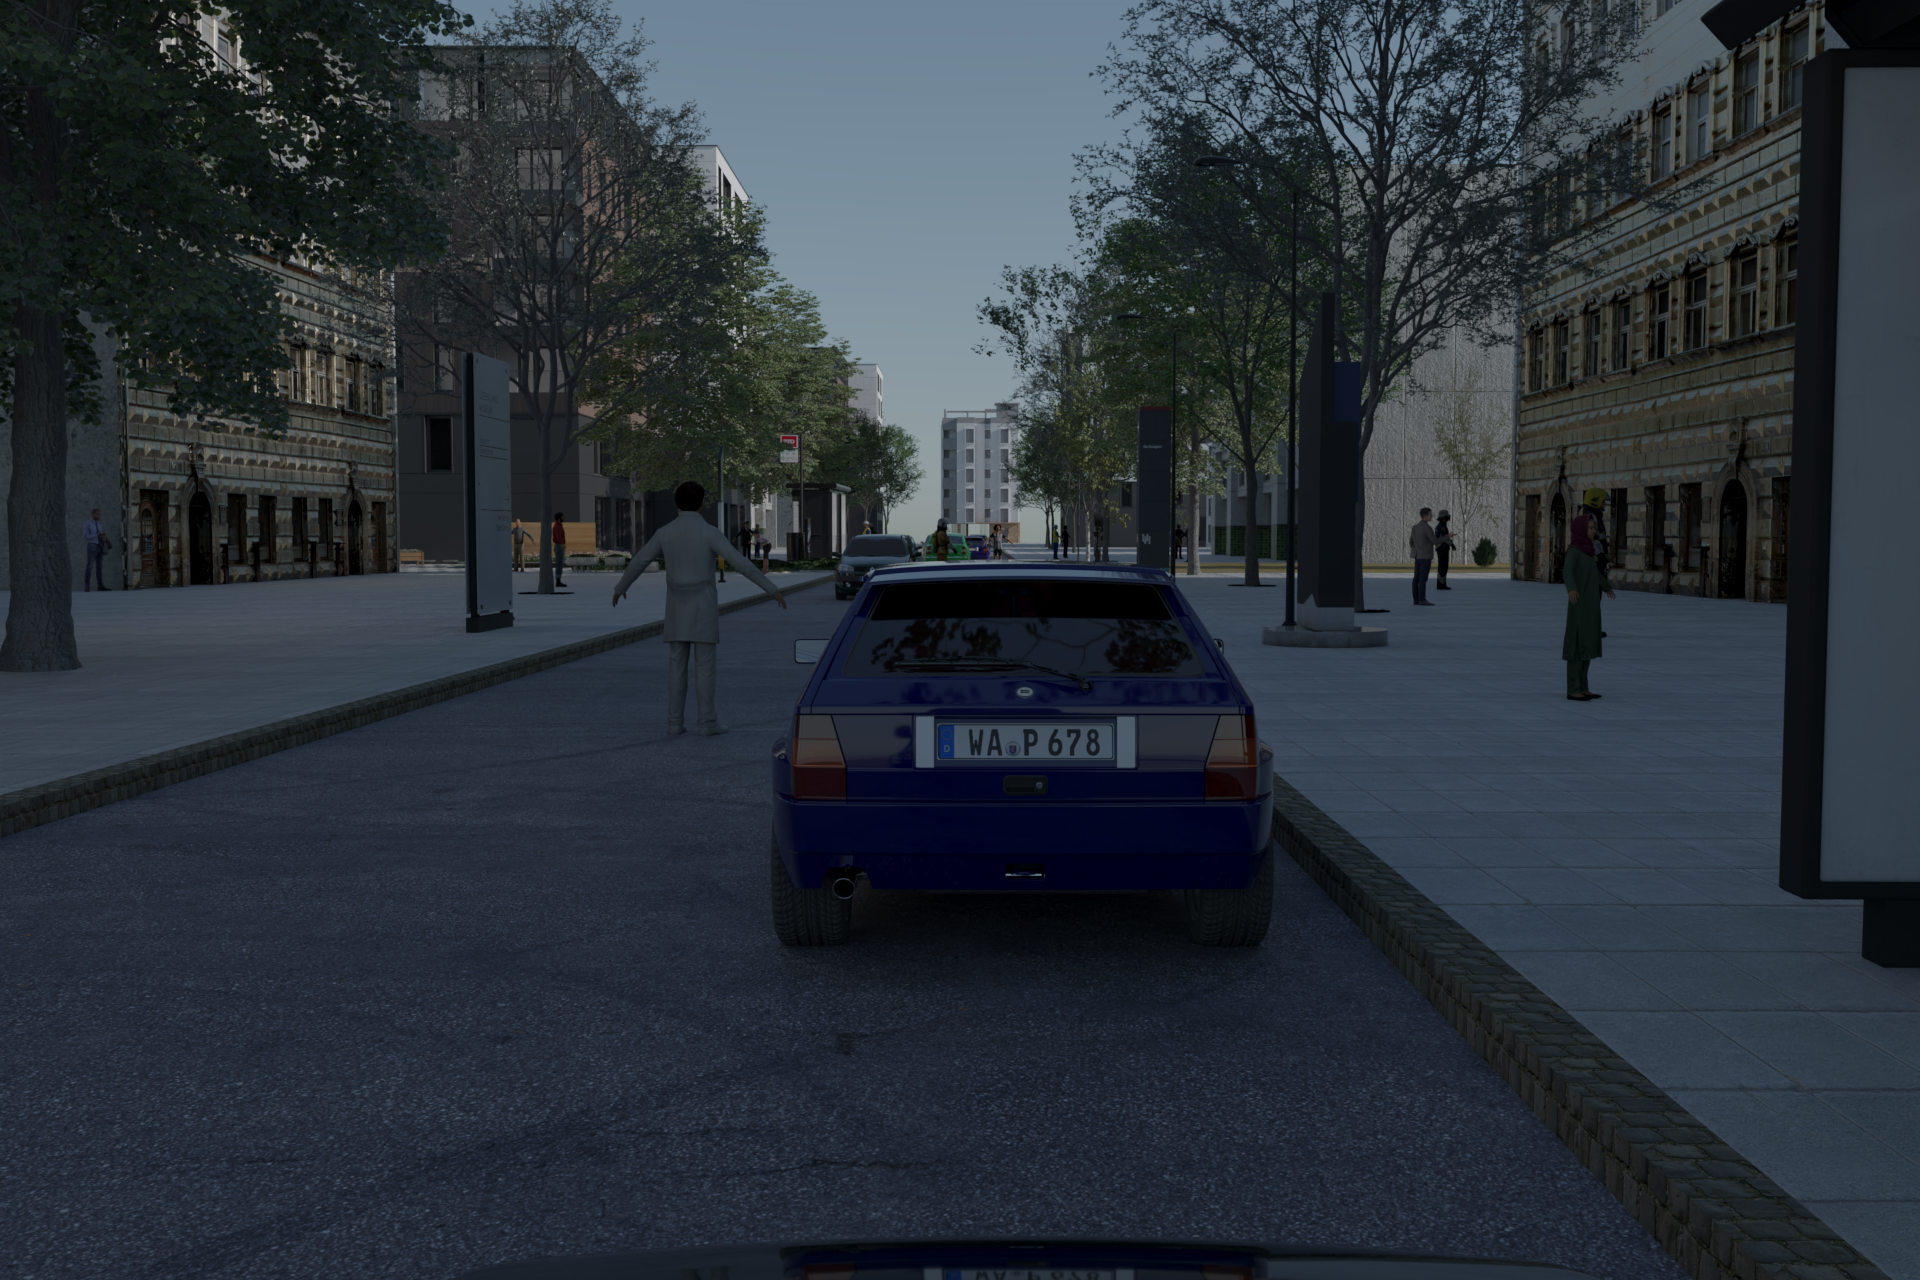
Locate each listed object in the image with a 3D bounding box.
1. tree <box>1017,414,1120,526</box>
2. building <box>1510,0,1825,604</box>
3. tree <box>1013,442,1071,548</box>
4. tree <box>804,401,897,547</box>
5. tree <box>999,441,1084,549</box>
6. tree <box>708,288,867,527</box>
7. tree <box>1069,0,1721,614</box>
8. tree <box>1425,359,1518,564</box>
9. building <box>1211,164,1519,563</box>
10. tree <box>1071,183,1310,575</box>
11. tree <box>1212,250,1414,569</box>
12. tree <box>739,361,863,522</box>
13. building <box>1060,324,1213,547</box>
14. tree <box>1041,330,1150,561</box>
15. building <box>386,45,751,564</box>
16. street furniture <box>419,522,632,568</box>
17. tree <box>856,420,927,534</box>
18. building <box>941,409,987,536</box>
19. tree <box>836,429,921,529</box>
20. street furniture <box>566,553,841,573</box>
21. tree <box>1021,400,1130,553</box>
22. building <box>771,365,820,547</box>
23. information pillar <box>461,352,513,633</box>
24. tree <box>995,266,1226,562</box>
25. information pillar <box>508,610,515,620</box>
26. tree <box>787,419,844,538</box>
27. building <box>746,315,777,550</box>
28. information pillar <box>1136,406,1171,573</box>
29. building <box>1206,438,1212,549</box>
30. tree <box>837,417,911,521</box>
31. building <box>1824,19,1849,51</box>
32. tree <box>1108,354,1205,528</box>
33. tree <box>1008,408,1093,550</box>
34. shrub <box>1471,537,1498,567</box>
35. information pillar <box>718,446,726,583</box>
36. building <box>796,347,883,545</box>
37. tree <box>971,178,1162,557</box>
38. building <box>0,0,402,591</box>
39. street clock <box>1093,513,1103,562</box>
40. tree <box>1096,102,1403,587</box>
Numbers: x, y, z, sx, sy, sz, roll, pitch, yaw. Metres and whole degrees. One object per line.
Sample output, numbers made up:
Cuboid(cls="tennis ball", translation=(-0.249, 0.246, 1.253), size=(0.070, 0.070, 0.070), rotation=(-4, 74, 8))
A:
Cuboid(cls="tree", translation=(8.123, -12.026, 131.045), size=(8.767, 10.594, 7.601), rotation=(1, 4, 14))
Cuboid(cls="building", translation=(24.244, -12.654, 37.821), size=(19.493, 23.208, 18.063), rotation=(0, 4, 1))
Cuboid(cls="tree", translation=(8.314, -14.502, 162.858), size=(9.928, 11.665, 9.643), rotation=(0, 3, 0))
Cuboid(cls="tree", translation=(-8.071, -11.307, 119.281), size=(8.767, 10.594, 7.601), rotation=(1, 4, 17))
Cuboid(cls="tree", translation=(7.557, -13.261, 151.222), size=(7.601, 10.594, 8.767), rotation=(2, 4, 30))
Cuboid(cls="tree", translation=(-8.100, -9.942, 80.679), size=(7.486, 12.596, 7.792), rotation=(0, 3, 0))
Cuboid(cls="tree", translation=(6.531, -7.186, 27.867), size=(12.009, 13.543, 11.850), rotation=(0, 3, 0))
Cuboid(cls="tree", translation=(21.216, -7.503, 73.037), size=(4.360, 8.622, 3.978), rotation=(0, 3, 0))
Cuboid(cls="building", translation=(23.799, -13.763, 91.483), size=(16.747, 18.905, 31.486), rotation=(0, 4, 1))
Cuboid(cls="tree", translation=(7.339, -8.280, 53.506), size=(7.486, 12.596, 7.792), rotation=(0, 3, 0))
Cuboid(cls="tree", translation=(12.764, -8.403, 63.146), size=(9.928, 11.665, 9.643), rotation=(0, 3, 0))
Cuboid(cls="tree", translation=(-8.390, -9.467, 89.194), size=(7.601, 10.594, 8.767), rotation=(1, 4, 12))
Cuboid(cls="building", translation=(24.550, -20.824, 184.454), size=(27.936, 21.610, 32.646), rotation=(0, 4, 1))
Cuboid(cls="tree", translation=(4.770, -6.863, 62.577), size=(4.737, 8.622, 4.395), rotation=(0, 3, 0))
Cuboid(cls="building", translation=(-26.663, -14.993, 89.106), size=(27.936, 21.610, 32.646), rotation=(0, 4, 0))
Cuboid(cls="street furniture", translation=(-15.578, -3.719, 67.659), size=(11.010, 1.723, 9.812), rotation=(-1, 4, -12))
Cuboid(cls="tree", translation=(-6.644, -14.067, 155.753), size=(9.928, 11.665, 9.643), rotation=(0, 3, 0))
Cuboid(cls="building", translation=(-2.447, -24.106, 253.003), size=(11.380, 20.090, 16.016), rotation=(0, 4, -1))
Cuboid(cls="tree", translation=(-7.420, -12.758, 143.008), size=(8.767, 10.594, 7.601), rotation=(-1, 4, -13))
Cuboid(cls="street furniture", translation=(-8.647, -2.692, 59.639), size=(10.072, 0.657, 5.734), rotation=(0, 4, 4))
Cuboid(cls="tree", translation=(7.975, -11.254, 118.415), size=(8.767, 10.594, 7.601), rotation=(2, 4, 27))
Cuboid(cls="building", translation=(-24.731, -21.355, 180.084), size=(19.493, 23.208, 18.063), rotation=(0, 4, 1))
Cuboid(cls="information pillar", translation=(-6.313, -1.949, 23.174), size=(0.184, 3.620, 1.656), rotation=(0, 4, 1))
Cuboid(cls="tree", translation=(6.701, -10.375, 80.005), size=(12.009, 13.543, 11.850), rotation=(0, 3, 0))
Cuboid(cls="information pillar", translation=(-6.774, -2.096, 25.621), size=(0.183, 3.616, 0.504), rotation=(0, 4, 1))
Cuboid(cls="tree", translation=(-8.368, -9.178, 100.418), size=(4.737, 8.622, 4.395), rotation=(0, 3, 0))
Cuboid(cls="building", translation=(-24.667, -16.435, 135.168), size=(16.747, 18.905, 31.486), rotation=(0, 4, 1))
Cuboid(cls="information pillar", translation=(3.953, -2.816, 35.414), size=(0.750, 3.857, 0.750), rotation=(0, 4, 1))
Cuboid(cls="building", translation=(25.364, -11.810, 135.245), size=(9.099, 9.664, 28.070), rotation=(0, 4, 1))
Cuboid(cls="tree", translation=(-7.340, -12.001, 130.623), size=(7.601, 10.594, 8.767), rotation=(-2, 4, -25))
Cuboid(cls="building", translation=(22.363, -8.941, 12.648), size=(16.747, 18.905, 31.486), rotation=(0, 4, 1))
Cuboid(cls="tree", translation=(8.071, -7.370, 70.860), size=(4.360, 8.622, 3.978), rotation=(0, 3, 0))
Cuboid(cls="tree", translation=(7.497, -13.203, 141.631), size=(9.928, 11.665, 9.643), rotation=(0, 3, 0))
Cuboid(cls="shrub", translation=(20.307, -3.420, 67.033), size=(1.383, 1.207, 1.383), rotation=(0, 3, 0))
Cuboid(cls="information pillar", translation=(-6.313, -3.327, 45.744), size=(0.183, 3.616, 0.504), rotation=(0, 3, 0))
Cuboid(cls="building", translation=(-23.876, -22.122, 205.674), size=(27.936, 21.610, 32.646), rotation=(0, 4, 0))
Cuboid(cls="tree", translation=(6.715, -14.640, 95.261), size=(12.611, 20.169, 13.585), rotation=(0, 3, 0))
Cuboid(cls="building", translation=(-27.872, -13.246, 47.495), size=(19.493, 23.208, 18.063), rotation=(0, 4, 1))
Cuboid(cls="street clock", translation=(4.685, -3.322, 58.879), size=(0.358, 2.002, 0.471), rotation=(0, 4, 1))
Cuboid(cls="tree", translation=(7.040, -7.119, 42.158), size=(9.928, 11.665, 9.643), rotation=(0, 3, 0))
